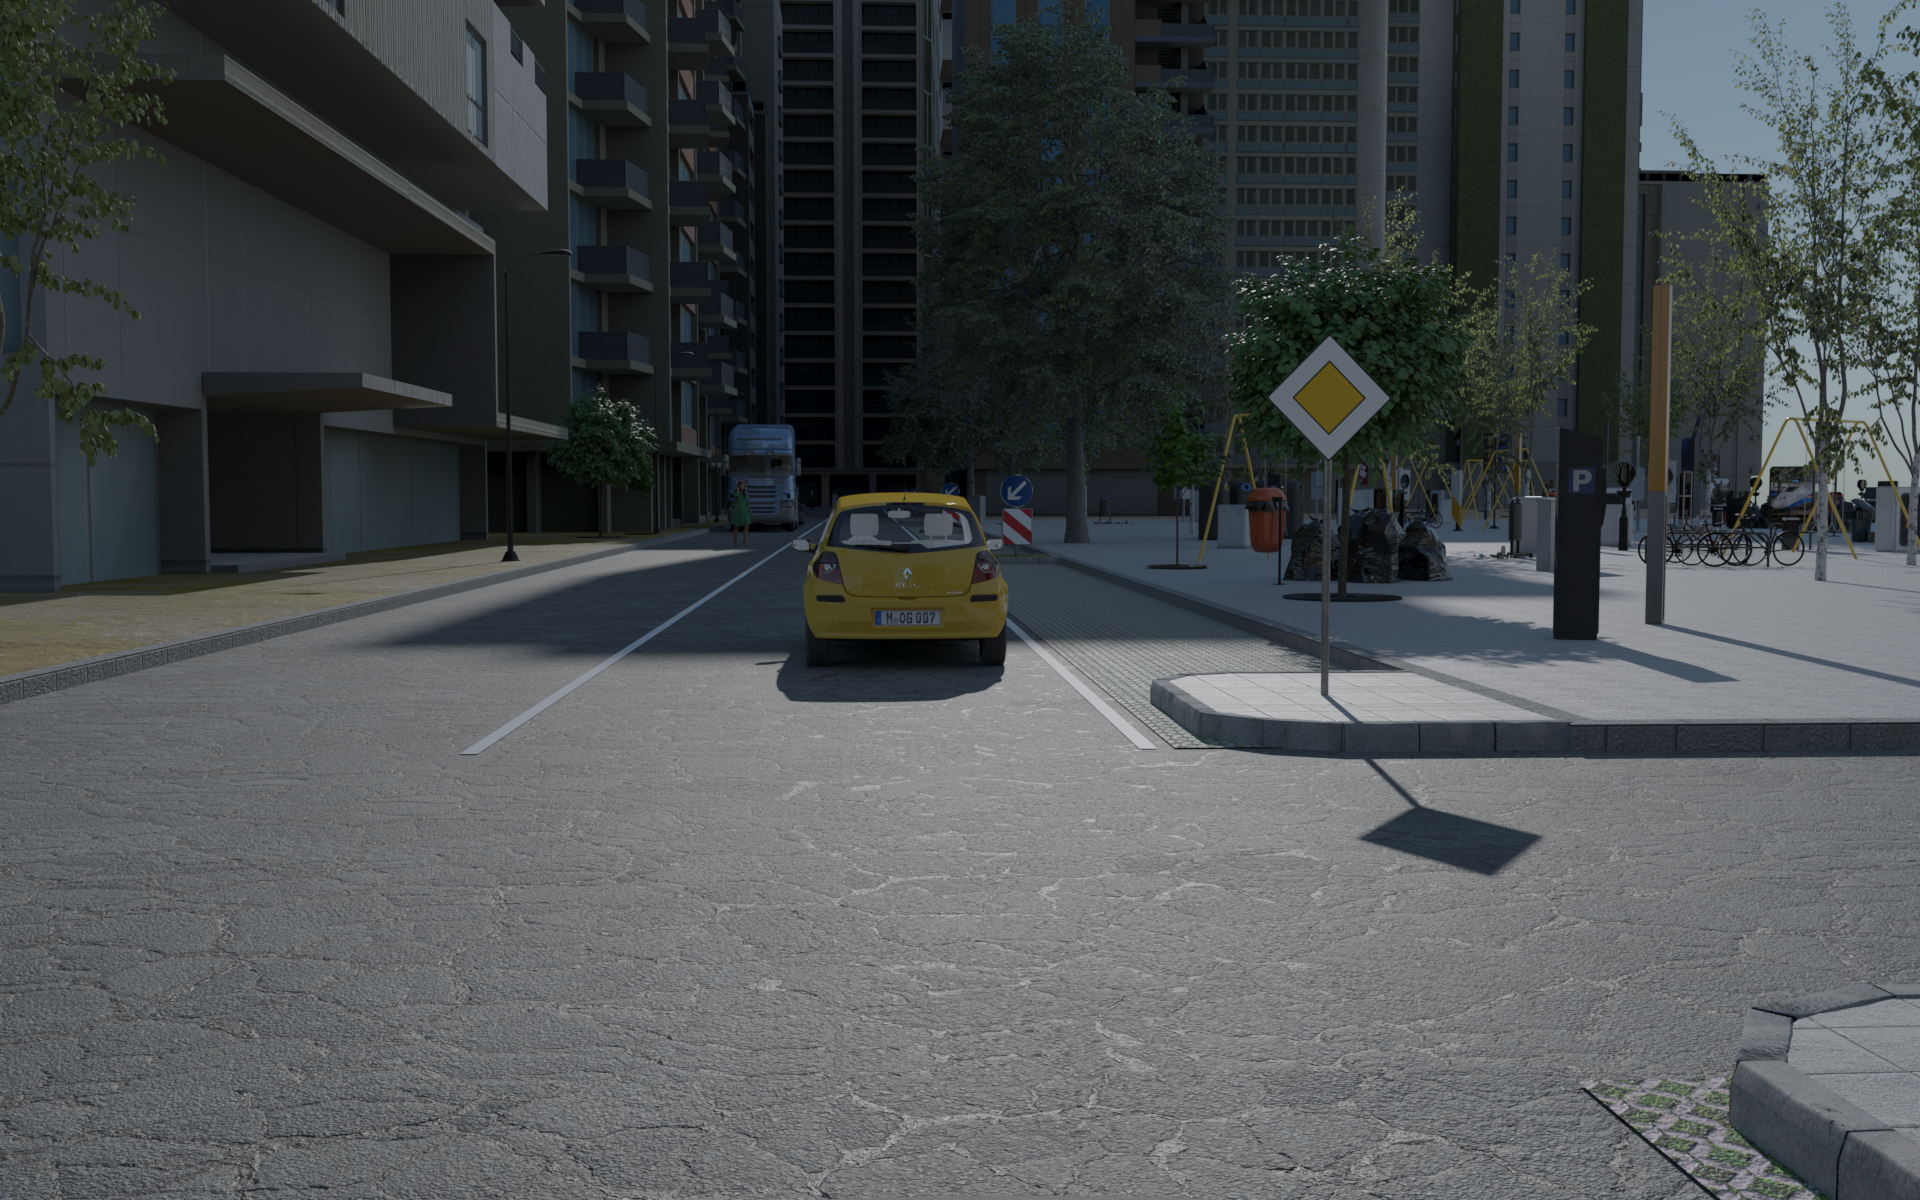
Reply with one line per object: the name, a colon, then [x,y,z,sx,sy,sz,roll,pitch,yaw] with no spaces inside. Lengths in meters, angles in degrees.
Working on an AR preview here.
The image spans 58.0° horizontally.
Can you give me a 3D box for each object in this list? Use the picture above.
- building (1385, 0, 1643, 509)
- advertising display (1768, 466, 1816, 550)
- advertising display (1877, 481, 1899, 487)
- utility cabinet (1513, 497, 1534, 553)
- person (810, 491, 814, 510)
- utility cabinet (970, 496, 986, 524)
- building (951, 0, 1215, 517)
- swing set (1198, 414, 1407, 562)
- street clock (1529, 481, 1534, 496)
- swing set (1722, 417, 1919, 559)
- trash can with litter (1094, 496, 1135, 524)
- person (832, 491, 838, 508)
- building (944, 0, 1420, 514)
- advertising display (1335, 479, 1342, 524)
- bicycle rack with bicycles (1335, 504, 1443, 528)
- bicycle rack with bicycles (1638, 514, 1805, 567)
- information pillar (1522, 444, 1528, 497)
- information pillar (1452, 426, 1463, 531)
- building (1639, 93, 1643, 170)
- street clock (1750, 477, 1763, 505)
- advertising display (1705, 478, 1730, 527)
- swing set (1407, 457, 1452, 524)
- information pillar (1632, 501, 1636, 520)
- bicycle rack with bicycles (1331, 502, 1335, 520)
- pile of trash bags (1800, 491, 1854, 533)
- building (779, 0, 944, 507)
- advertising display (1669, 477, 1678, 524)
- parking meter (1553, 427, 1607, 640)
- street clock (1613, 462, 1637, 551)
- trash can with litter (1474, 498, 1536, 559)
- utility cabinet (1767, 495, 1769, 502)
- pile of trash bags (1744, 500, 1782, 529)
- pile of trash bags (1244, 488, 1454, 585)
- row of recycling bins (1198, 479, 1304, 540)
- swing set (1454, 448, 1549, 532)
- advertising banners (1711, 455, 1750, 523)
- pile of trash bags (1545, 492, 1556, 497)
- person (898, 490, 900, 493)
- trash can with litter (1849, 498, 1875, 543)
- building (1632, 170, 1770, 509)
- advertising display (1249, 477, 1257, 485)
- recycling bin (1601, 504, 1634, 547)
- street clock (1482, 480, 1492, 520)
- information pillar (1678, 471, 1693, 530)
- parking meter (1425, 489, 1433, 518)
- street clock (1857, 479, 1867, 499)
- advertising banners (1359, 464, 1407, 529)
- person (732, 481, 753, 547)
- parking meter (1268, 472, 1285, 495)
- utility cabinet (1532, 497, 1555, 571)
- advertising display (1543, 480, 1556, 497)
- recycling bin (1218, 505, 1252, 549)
building: [42.497,-37.375,153.080,28.212,58.520,21.231,0,4,-3]
advertising display: [19.176,-2.124,39.937,0.974,1.923,0.123,3,5,40]
advertising display: [45.057,-4.827,84.142,0.123,1.923,0.974,-2,4,-32]
utility cabinet: [12.619,-1.633,37.865,1.020,1.237,0.306,1,4,17]
person: [-13.527,-9.045,157.116,0.721,1.736,1.217,-1,4,-10]
utility cabinet: [0.765,-3.884,74.669,0.306,1.237,1.020,-2,4,-25]
building: [6.755,-27.728,103.464,14.600,45.320,14.200,0,4,-3]
swing set: [6.431,-2.174,33.170,3.119,2.851,2.862,3,4,38]
street clock: [28.162,-4.971,85.840,0.358,2.002,0.471,-2,4,-35]
swing set: [17.940,-2.351,36.052,3.119,2.851,2.862,-3,4,-36]
trash can with litter: [6.609,-3.858,74.134,2.233,1.210,1.678,-2,4,-25]
person: [-11.734,-9.354,162.107,0.621,1.740,0.551,2,4,25]
building: [15.101,-26.382,123.219,32.217,40.220,23.993,0,4,-3]
advertising display: [16.434,-4.232,74.406,0.123,1.923,0.974,3,5,43]
bicycle rack with bicycles: [16.250,-3.158,65.019,2.852,0.926,2.925,-2,4,-29]
bicycle rack with bicycles: [13.638,-1.092,31.231,2.925,0.926,2.852,1,4,14]
information pillar: [26.134,-5.429,80.123,0.183,3.616,0.504,0,4,-1]
information pillar: [17.222,-4.196,59.959,0.183,3.616,0.504,-1,4,-16]
building: [60.554,-30.345,179.741,14.086,41.232,14.154,0,4,-3]
street clock: [33.946,-4.241,73.903,0.471,2.002,0.358,-1,4,-12]
advertising display: [29.478,-3.804,67.413,0.974,1.923,0.123,0,4,-7]
swing set: [18.998,-4.522,71.554,2.862,2.851,3.119,0,4,-5]
information pillar: [32.998,-4.926,85.027,0.304,2.012,0.304,0,4,3]
bicycle rack with bicycles: [19.299,-4.416,85.578,2.852,0.926,2.925,1,4,18]
pile of trash bags: [28.714,-2.932,57.693,1.912,1.369,3.447,2,4,30]
building: [-8.597,-45.293,178.799,20.611,71.187,20.563,0,4,-3]
advertising display: [25.881,-3.580,63.753,0.974,1.923,0.123,0,4,8]
parking meter: [5.464,-0.585,15.270,0.399,1.863,0.255,1,4,10]
street clock: [15.078,-2.126,39.326,0.471,2.002,0.358,2,4,30]
trash can with litter: [10.983,-1.459,34.912,1.678,1.210,2.233,2,4,32]
utility cabinet: [41.001,-4.624,86.760,1.020,1.237,0.306,0,4,8]
pile of trash bags: [31.078,-3.344,64.432,3.447,1.369,1.912,0,4,5]
pile of trash bags: [5.532,-0.960,25.442,3.447,1.369,1.912,-2,4,-35]
row of recycling bins: [8.216,-2.563,49.013,3.534,1.692,1.069,-2,4,-31]
swing set: [19.217,-3.839,60.388,2.862,2.851,3.119,0,4,-1]
advertising banners: [34.153,-4.935,76.876,0.090,3.025,2.074,-2,4,-29]
pile of trash bags: [28.688,-4.284,79.798,3.447,1.369,1.912,2,4,25]
person: [-4.592,-7.513,132.061,1.217,1.743,0.721,-1,4,-20]
trash can with litter: [24.103,-2.107,45.843,0.624,1.170,1.055,-2,4,-25]
building: [63.447,-23.651,158.389,14.107,30.474,14.160,0,4,-3]
advertising display: [10.911,-3.628,64.527,0.123,1.923,0.974,1,4,19]
recycling bin: [16.179,-1.841,42.662,0.722,1.027,0.722,2,4,24]
street clock: [26.432,-5.035,86.884,0.358,2.002,0.471,-1,4,-18]
information pillar: [23.505,-3.159,56.148,0.304,2.012,0.304,-1,4,-8]
parking meter: [23.359,-4.760,86.230,0.372,1.533,0.369,0,3,0]
street clock: [44.628,-4.964,85.729,0.471,2.002,0.358,-2,4,-26]
advertising banners: [12.201,-3.305,50.227,0.090,3.025,2.074,-2,4,-29]
person: [-5.930,-2.336,46.948,0.600,1.795,0.529,-3,5,-43]
parking meter: [8.301,-2.433,45.491,0.399,1.863,0.255,2,4,34]
utility cabinet: [10.119,-1.096,29.075,1.020,1.237,0.306,-2,4,-34]
advertising display: [28.104,-4.700,82.060,0.974,1.923,0.123,0,4,3]
recycling bin: [6.557,-1.741,41.018,0.722,1.027,0.722,2,4,29]
